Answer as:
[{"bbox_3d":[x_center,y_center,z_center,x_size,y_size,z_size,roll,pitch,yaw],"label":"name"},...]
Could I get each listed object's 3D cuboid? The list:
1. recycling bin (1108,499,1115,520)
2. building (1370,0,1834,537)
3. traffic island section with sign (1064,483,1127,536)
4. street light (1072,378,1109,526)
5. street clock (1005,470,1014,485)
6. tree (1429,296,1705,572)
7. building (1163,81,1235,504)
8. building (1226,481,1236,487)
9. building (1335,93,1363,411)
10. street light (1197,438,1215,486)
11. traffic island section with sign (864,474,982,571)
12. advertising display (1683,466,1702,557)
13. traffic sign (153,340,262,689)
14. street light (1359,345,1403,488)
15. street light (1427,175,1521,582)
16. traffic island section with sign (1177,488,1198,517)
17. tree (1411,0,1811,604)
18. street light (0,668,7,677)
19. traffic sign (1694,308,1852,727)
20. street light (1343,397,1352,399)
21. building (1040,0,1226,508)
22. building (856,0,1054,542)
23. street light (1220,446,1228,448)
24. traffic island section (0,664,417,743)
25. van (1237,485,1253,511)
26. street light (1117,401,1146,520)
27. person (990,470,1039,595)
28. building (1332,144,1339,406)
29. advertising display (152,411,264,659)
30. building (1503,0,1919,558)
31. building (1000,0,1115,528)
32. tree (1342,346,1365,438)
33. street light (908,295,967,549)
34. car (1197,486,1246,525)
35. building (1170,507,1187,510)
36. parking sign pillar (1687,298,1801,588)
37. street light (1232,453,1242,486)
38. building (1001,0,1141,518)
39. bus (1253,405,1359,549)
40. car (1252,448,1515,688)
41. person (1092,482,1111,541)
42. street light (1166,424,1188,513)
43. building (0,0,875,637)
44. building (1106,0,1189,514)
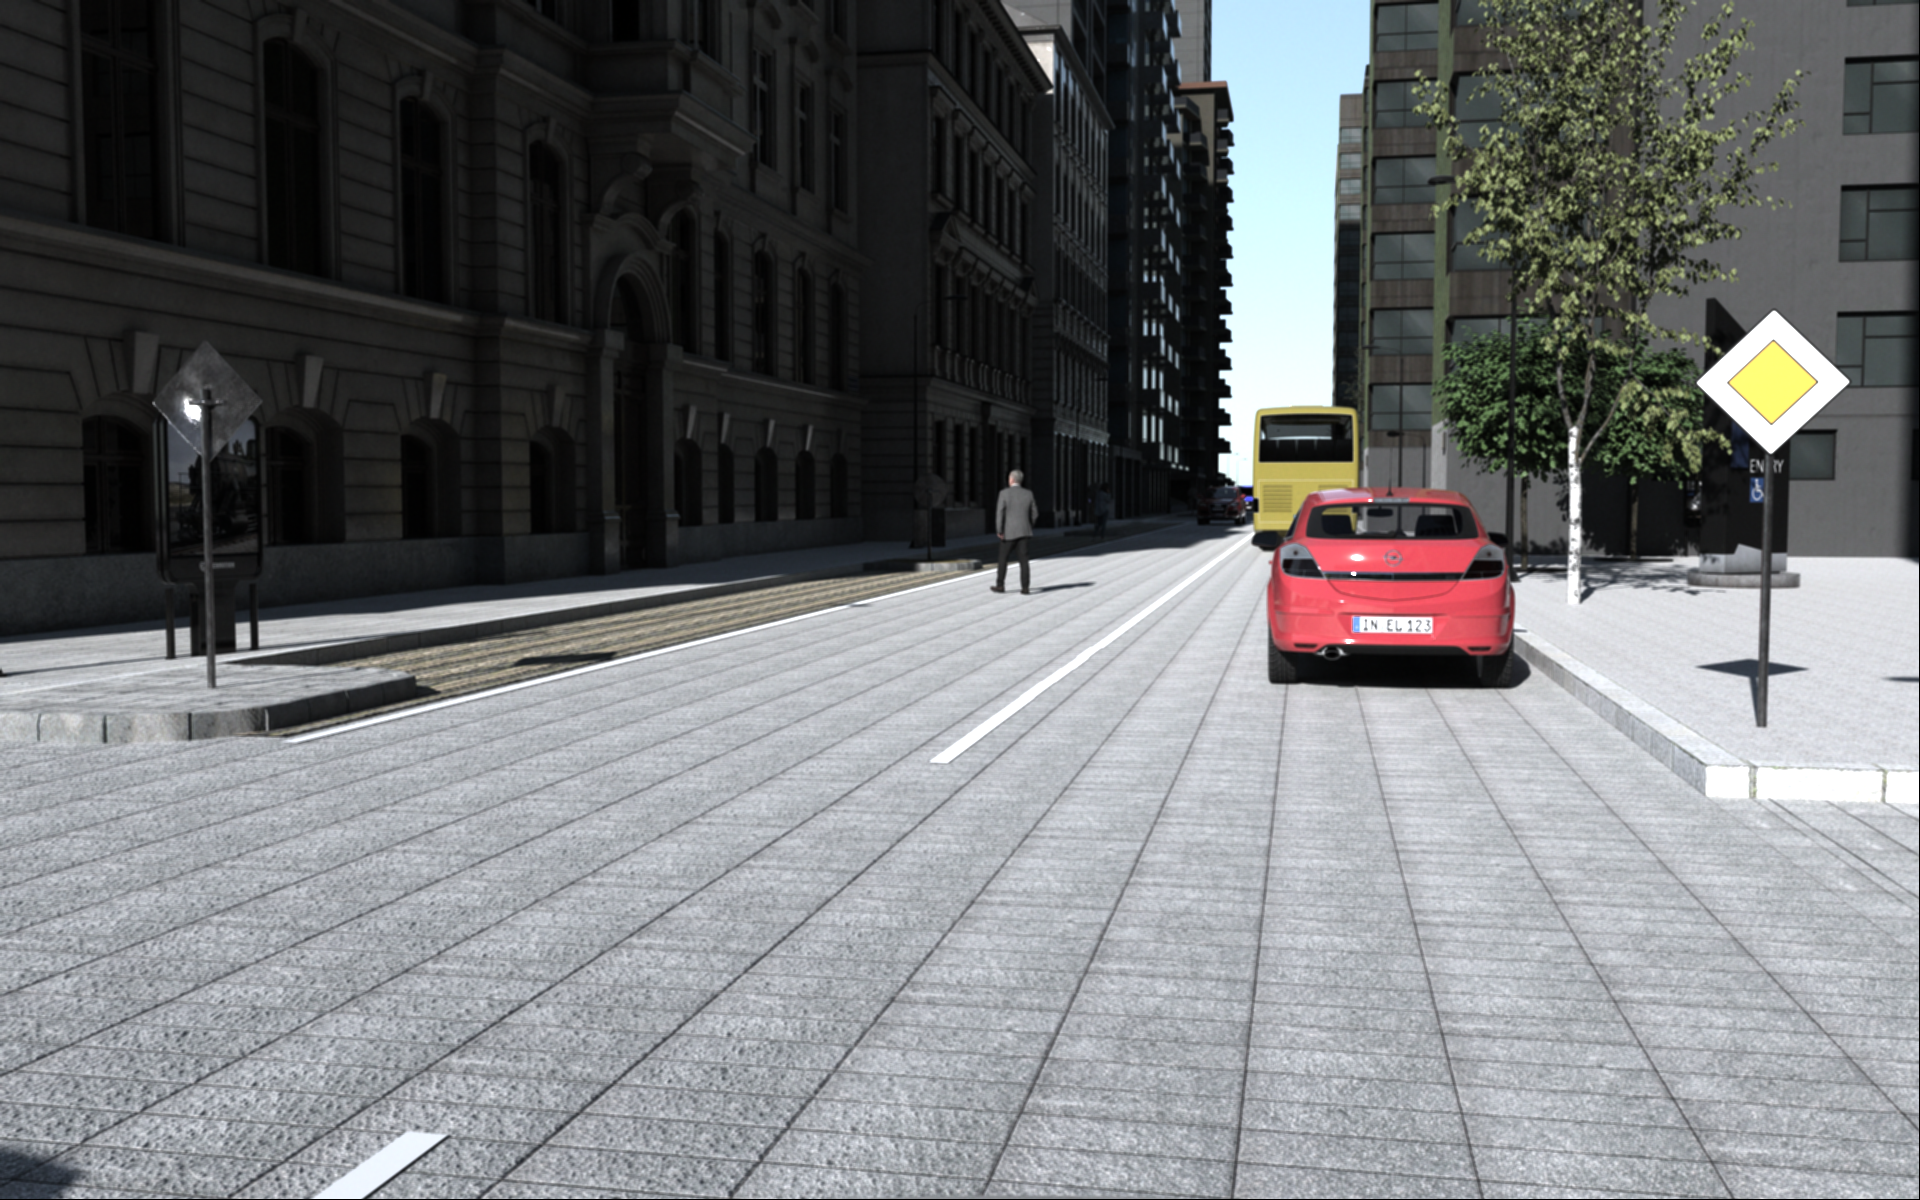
[{"bbox_3d":[7.303,-4.485,85.886,0.722,1.027,0.722,0,4,4],"label":"recycling bin"},{"bbox_3d":[22.069,-17.833,63.271,14.160,30.474,14.107,1,4,11],"label":"building"},{"bbox_3d":[4.671,-3.102,59.345,1.989,1.847,2.006,1,4,11],"label":"traffic island section with sign"},{"bbox_3d":[5.242,-5.925,69.414,1.470,5.913,1.316,1,4,11],"label":"street light"},{"bbox_3d":[1.624,-2.927,52.419,0.471,2.002,0.358,3,5,42],"label":"street clock"},{"bbox_3d":[9.542,-2.766,28.946,4.285,4.588,4.351,0,3,0],"label":"tree"},{"bbox_3d":[17.329,-32.309,182.879,22.147,44.769,28.867,1,4,11],"label":"building"},{"bbox_3d":[20.617,-33.060,232.416,32.217,40.220,23.993,1,4,11],"label":"building"},{"bbox_3d":[46.107,-30.309,179.140,14.154,41.232,14.086,1,4,11],"label":"building"},{"bbox_3d":[20.403,-10.537,144.824,1.470,5.913,1.316,1,4,11],"label":"street light"},{"bbox_3d":[-0.632,-1.485,32.914,1.989,1.847,2.006,1,4,11],"label":"traffic island section with sign"},{"bbox_3d":[15.293,-1.843,35.351,0.974,1.923,0.123,1,4,10],"label":"advertising display"},{"bbox_3d":[-4.938,-0.473,11.375,0.795,2.450,0.064,1,4,11],"label":"traffic sign"},{"bbox_3d":[13.202,-4.987,54.074,1.470,5.913,1.316,1,4,11],"label":"street light"},{"bbox_3d":[7.506,-3.227,25.300,1.470,5.913,1.316,1,4,11],"label":"street light"},{"bbox_3d":[14.765,-6.172,109.547,1.989,1.847,2.006,1,4,11],"label":"traffic island section with sign"},{"bbox_3d":[7.155,-4.246,19.786,4.737,8.622,4.395,0,3,0],"label":"tree"},{"bbox_3d":[-6.345,-2.404,11.848,1.470,5.913,1.316,1,4,11],"label":"street light"},{"bbox_3d":[4.415,-0.357,9.481,0.795,2.450,0.064,1,4,11],"label":"traffic sign"},{"bbox_3d":[18.996,-6.745,82.827,1.470,5.913,1.316,1,4,11],"label":"street light"},{"bbox_3d":[21.510,-46.998,206.665,20.563,71.187,20.611,1,4,11],"label":"building"},{"bbox_3d":[-3.621,-11.695,55.833,10.561,19.102,19.286,1,4,11],"label":"building"},{"bbox_3d":[25.415,-12.016,169.005,1.470,5.913,1.316,1,4,11],"label":"street light"},{"bbox_3d":[-4.963,0.663,11.442,2.009,0.180,2.903,1,4,11],"label":"traffic island section"},{"bbox_3d":[19.922,-7.028,119.291,2.240,2.365,5.245,1,4,12],"label":"van"},{"bbox_3d":[8.596,-6.977,86.608,1.470,5.913,1.316,1,4,11],"label":"street light"},{"bbox_3d":[0.761,-0.984,24.981,0.661,1.777,0.834,-2,4,-28],"label":"person"},{"bbox_3d":[59.765,-36.848,226.169,21.300,48.544,21.600,1,4,11],"label":"building"},{"bbox_3d":[-5.971,-0.525,13.801,0.123,1.923,0.974,1,4,23],"label":"advertising display"},{"bbox_3d":[18.510,-16.477,41.100,14.160,30.474,14.107,1,4,11],"label":"building"},{"bbox_3d":[0.710,-13.754,74.023,9.793,20.994,18.267,1,4,11],"label":"building"},{"bbox_3d":[19.760,-7.875,79.119,4.360,8.622,3.978,0,3,0],"label":"tree"},{"bbox_3d":[-0.516,-4.166,40.653,1.470,5.913,1.316,1,4,11],"label":"street light"},{"bbox_3d":[12.388,-4.471,81.773,2.281,1.827,5.304,1,4,13],"label":"car"},{"bbox_3d":[4.937,-28.046,150.431,32.217,40.220,23.993,1,4,11],"label":"building"},{"bbox_3d":[10.955,-2.180,24.116,1.447,3.967,1.447,-2,4,-28],"label":"parking sign pillar"},{"bbox_3d":[31.238,-13.811,198.351,1.470,5.913,1.316,1,4,11],"label":"street light"},{"bbox_3d":[-0.331,-40.245,96.265,20.563,71.187,20.611,1,4,11],"label":"building"},{"bbox_3d":[9.535,-3.444,47.864,2.896,3.916,12.252,1,4,11],"label":"bus"},{"bbox_3d":[3.497,-0.327,14.385,2.155,1.783,4.494,1,4,11],"label":"car"},{"bbox_3d":[4.272,-2.668,52.381,0.793,1.790,0.793,2,4,29],"label":"person"},{"bbox_3d":[14.463,-8.734,115.346,1.470,5.913,1.316,1,4,11],"label":"street light"},{"bbox_3d":[-10.936,-12.854,29.248,14.460,24.649,34.723,1,4,11],"label":"building"},{"bbox_3d":[3.820,-30.757,122.487,23.786,49.044,30.456,1,4,11],"label":"building"}]
